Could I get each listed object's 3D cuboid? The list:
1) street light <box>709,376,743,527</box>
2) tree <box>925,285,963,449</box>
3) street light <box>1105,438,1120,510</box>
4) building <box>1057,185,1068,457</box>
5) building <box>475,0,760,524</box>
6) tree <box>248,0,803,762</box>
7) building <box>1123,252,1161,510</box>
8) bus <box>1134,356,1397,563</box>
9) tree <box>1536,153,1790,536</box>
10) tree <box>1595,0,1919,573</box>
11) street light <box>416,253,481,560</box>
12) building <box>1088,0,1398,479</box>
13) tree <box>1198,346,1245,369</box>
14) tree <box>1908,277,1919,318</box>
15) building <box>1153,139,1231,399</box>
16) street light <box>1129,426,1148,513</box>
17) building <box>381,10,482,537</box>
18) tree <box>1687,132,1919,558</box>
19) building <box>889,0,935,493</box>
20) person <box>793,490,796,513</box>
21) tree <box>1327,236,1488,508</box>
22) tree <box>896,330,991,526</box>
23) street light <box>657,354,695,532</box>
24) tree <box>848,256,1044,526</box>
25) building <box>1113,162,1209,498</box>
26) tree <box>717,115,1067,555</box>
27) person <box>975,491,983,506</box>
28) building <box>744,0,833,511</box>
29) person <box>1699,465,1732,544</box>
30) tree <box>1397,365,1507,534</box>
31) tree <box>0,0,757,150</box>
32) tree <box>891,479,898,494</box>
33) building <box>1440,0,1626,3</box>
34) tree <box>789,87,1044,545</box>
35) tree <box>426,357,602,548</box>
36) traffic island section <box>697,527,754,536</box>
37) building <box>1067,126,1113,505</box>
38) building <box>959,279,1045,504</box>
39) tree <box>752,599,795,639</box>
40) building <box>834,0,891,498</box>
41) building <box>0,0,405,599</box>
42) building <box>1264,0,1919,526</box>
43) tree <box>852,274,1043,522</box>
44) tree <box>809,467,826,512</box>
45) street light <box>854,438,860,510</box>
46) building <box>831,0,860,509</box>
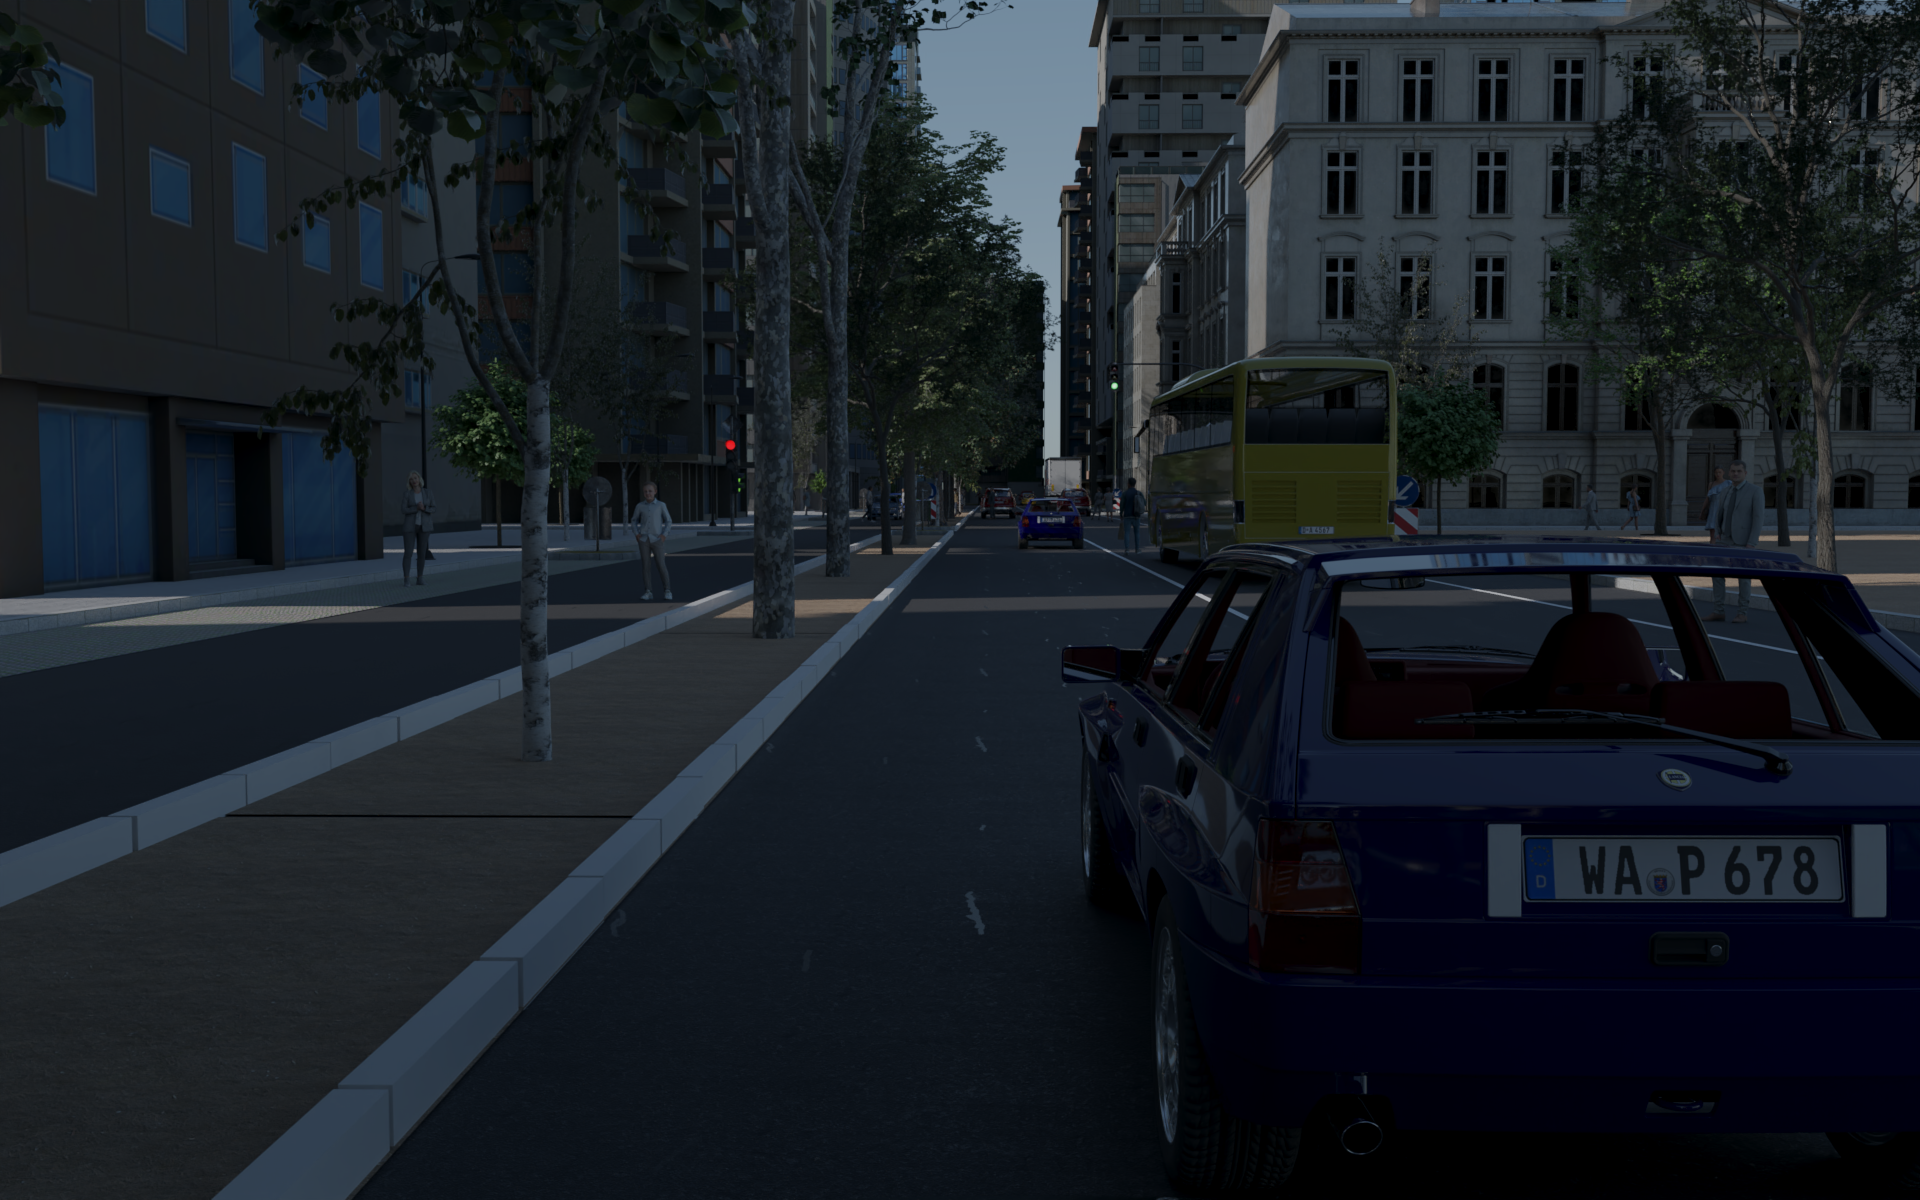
[{"bbox_3d":[-9.254,-5.865,68.434,1.470,5.913,1.316,0,4,1],"label":"street light"},{"bbox_3d":[-1.475,-6.245,54.927,4.360,8.622,3.978,0,3,0],"label":"tree"},{"bbox_3d":[12.660,-10.431,143.087,1.470,5.913,1.316,0,4,1],"label":"street light"},{"bbox_3d":[26.315,-35.607,236.806,28.867,44.769,22.147,0,4,1],"label":"building"},{"bbox_3d":[-21.646,-26.475,87.491,22.147,44.769,28.867,0,4,1],"label":"building"},{"bbox_3d":[-2.279,-3.452,9.253,4.360,8.622,3.978,0,3,0],"label":"tree"},{"bbox_3d":[18.568,-17.120,134.657,10.420,20.320,16.860,0,4,1],"label":"building"},{"bbox_3d":[5.413,-2.522,32.775,2.896,3.916,12.252,0,4,-1],"label":"bus"},{"bbox_3d":[21.478,-7.794,53.188,9.928,11.665,9.643,0,3,0],"label":"tree"},{"bbox_3d":[12.488,-5.513,24.552,8.767,10.594,7.601,2,4,28],"label":"tree"},{"bbox_3d":[-9.879,-3.734,33.591,1.470,5.913,1.316,0,4,1],"label":"street light"},{"bbox_3d":[28.026,-35.848,175.347,28.713,52.752,27.495,0,4,1],"label":"building"},{"bbox_3d":[13.306,-8.268,85.549,4.360,8.622,3.978,0,3,0],"label":"tree"},{"bbox_3d":[32.133,-8.087,49.226,9.611,12.733,9.660,0,3,0],"label":"tree"},{"bbox_3d":[19.535,-17.691,108.339,14.460,24.649,34.723,0,4,1],"label":"building"},{"bbox_3d":[12.276,-8.958,119.003,1.470,5.913,1.316,0,4,1],"label":"street light"},{"bbox_3d":[-27.614,-26.035,49.366,21.600,48.544,21.300,0,4,1],"label":"building"},{"bbox_3d":[17.006,-5.168,34.857,4.737,8.622,4.395,0,3,0],"label":"tree"},{"bbox_3d":[-18.278,-56.529,236.920,31.000,86.520,22.319,0,4,1],"label":"building"},{"bbox_3d":[-11.190,-6.689,115.179,0.659,1.850,0.755,-1,4,-13],"label":"person"},{"bbox_3d":[12.846,-6.098,50.057,4.360,8.622,3.978,0,3,0],"label":"tree"},{"bbox_3d":[-0.869,-7.115,69.157,4.737,8.622,4.395,0,3,0],"label":"tree"},{"bbox_3d":[-9.475,-5.193,57.455,1.470,5.913,1.316,0,4,1],"label":"street light"},{"bbox_3d":[-0.973,-9.679,77.717,9.611,12.733,9.660,0,3,0],"label":"tree"},{"bbox_3d":[20.642,-23.446,155.046,14.160,30.474,14.107,0,4,1],"label":"building"},{"bbox_3d":[-1.677,-6.346,40.632,8.767,10.594,7.601,0,4,1],"label":"tree"},{"bbox_3d":[2.404,-12.294,209.466,1.348,1.831,0.705,-1,4,-18],"label":"person"},{"bbox_3d":[-17.313,-27.463,132.618,14.154,41.232,14.086,0,4,1],"label":"building"},{"bbox_3d":[13.823,-1.556,31.580,0.778,1.811,0.616,-3,4,-38],"label":"person"},{"bbox_3d":[12.256,-3.700,44.213,4.285,4.588,4.351,0,3,0],"label":"tree"},{"bbox_3d":[-2.523,-5.675,1.899,9.857,13.997,8.962,0,3,0],"label":"tree"},{"bbox_3d":[-7.896,-12.253,194.937,1.663,3.219,1.824,0,3,0],"label":"tree"},{"bbox_3d":[67.950,-54.621,205.722,31.000,86.520,22.319,0,4,1],"label":"building"},{"bbox_3d":[-1.528,-7.842,48.795,7.486,12.596,7.792,0,3,0],"label":"tree"},{"bbox_3d":[-10.972,-3.533,41.478,4.285,4.588,4.351,0,3,0],"label":"tree"},{"bbox_3d":[-7.965,-2.337,60.489,2.009,0.180,2.903,0,4,1],"label":"traffic island section"},{"bbox_3d":[24.680,-33.588,203.781,22.147,44.769,28.867,0,4,1],"label":"building"},{"bbox_3d":[4.323,-28.305,234.491,14.107,30.474,14.160,0,4,1],"label":"building"},{"bbox_3d":[-3.051,-9.733,17.485,12.611,20.169,13.585,0,3,0],"label":"tree"},{"bbox_3d":[-18.482,-38.897,177.958,21.231,58.520,28.212,0,4,1],"label":"building"},{"bbox_3d":[-18.140,-23.022,26.529,14.600,45.320,14.200,0,4,1],"label":"building"},{"bbox_3d":[30.060,-15.586,73.919,34.723,24.649,14.460,0,4,1],"label":"building"},{"bbox_3d":[-0.780,-10.824,89.803,12.009,13.543,11.850,0,3,0],"label":"tree"},{"bbox_3d":[-10.026,-7.894,123.676,1.663,3.219,1.824,0,3,0],"label":"tree"},{"bbox_3d":[-7.932,-10.273,140.498,1.470,5.913,1.316,0,4,1],"label":"street light"},{"bbox_3d":[-19.494,-43.701,152.761,20.563,71.187,20.611,0,4,1],"label":"building"}]
